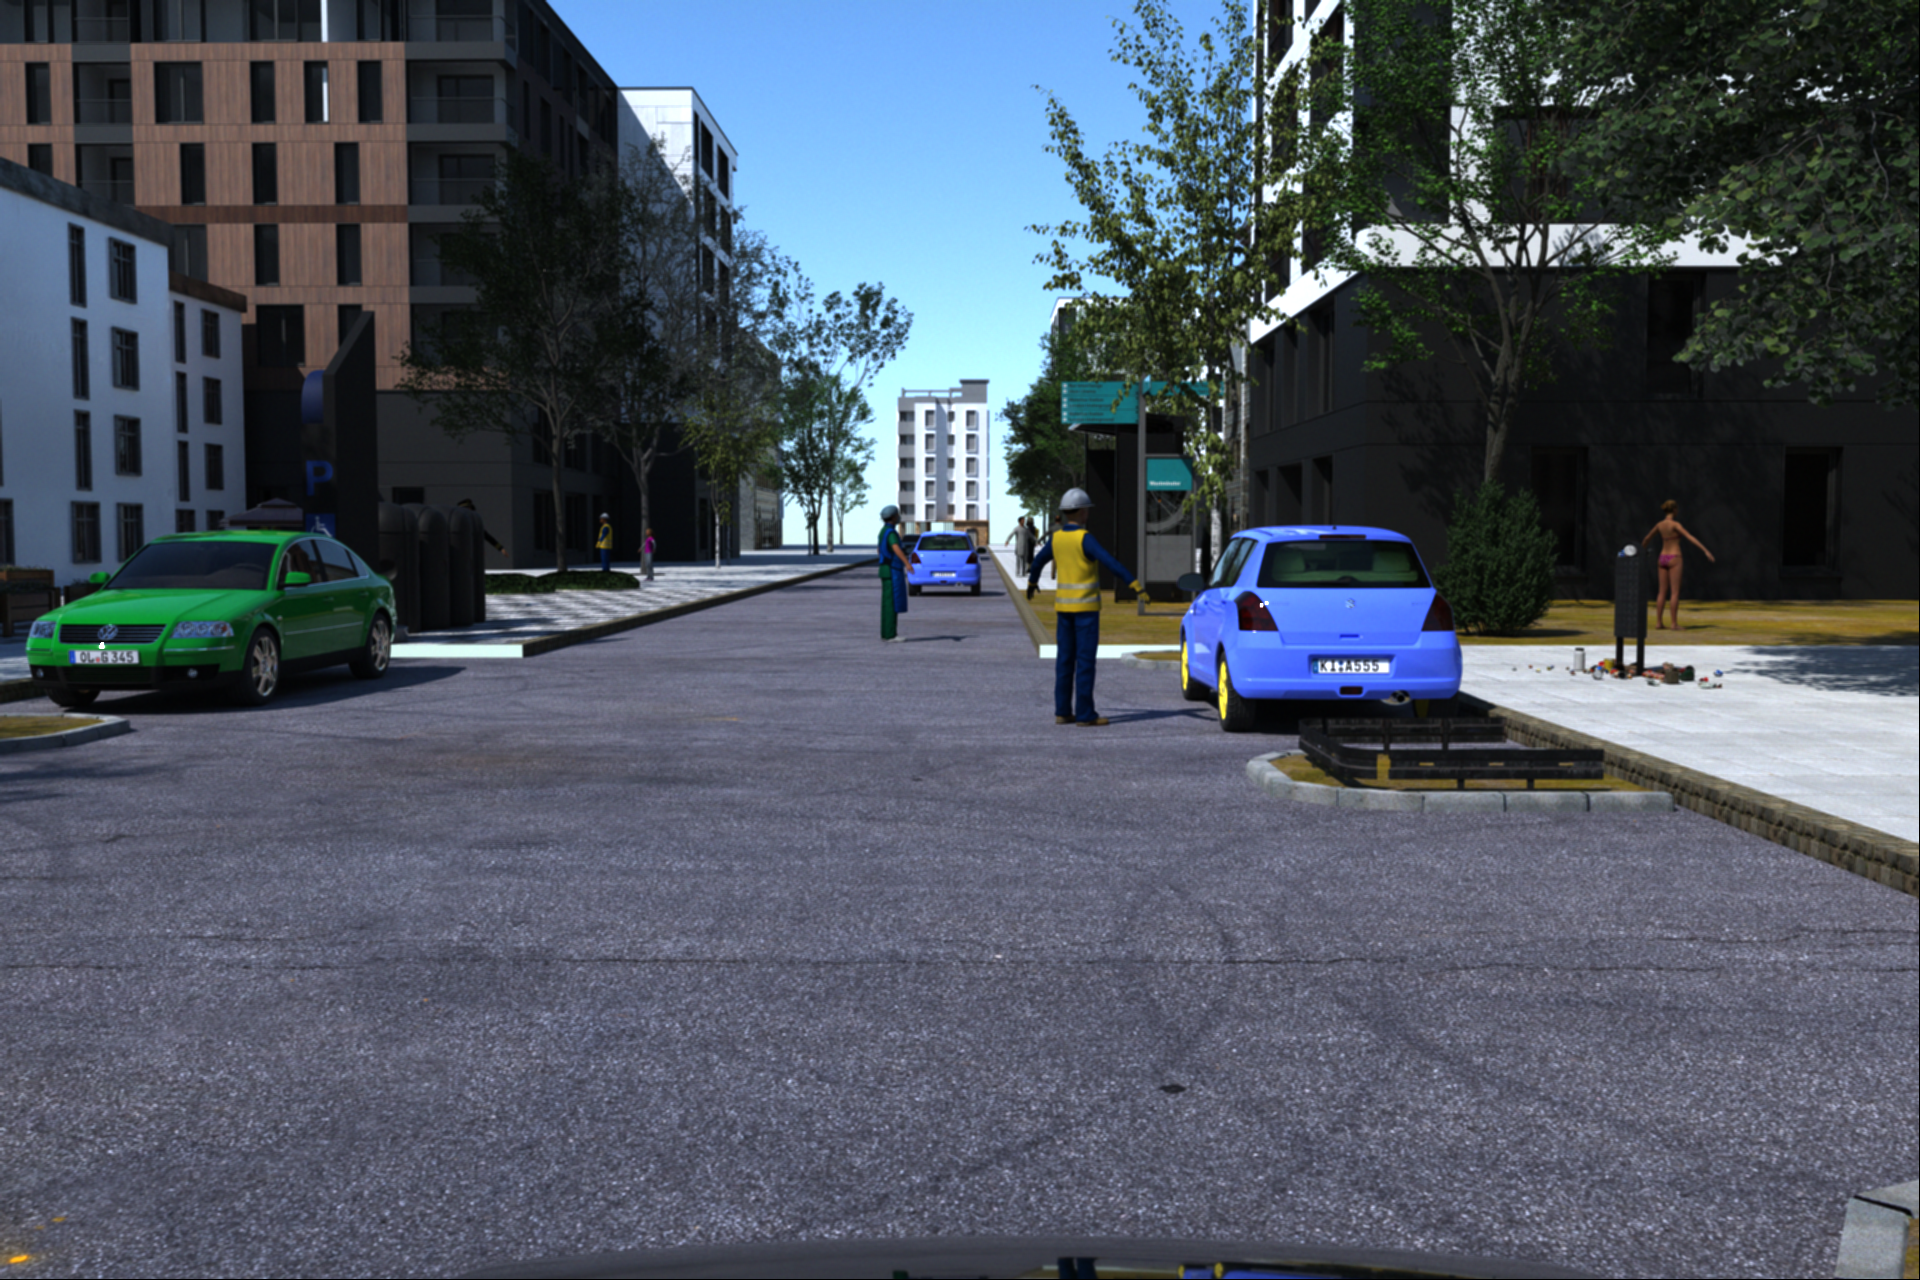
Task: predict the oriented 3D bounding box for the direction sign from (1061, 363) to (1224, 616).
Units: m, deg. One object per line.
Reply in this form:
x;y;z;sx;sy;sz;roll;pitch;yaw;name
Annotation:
2.837;-2.309;26.522;2.525;3.948;1.411;0;4;1;direction sign

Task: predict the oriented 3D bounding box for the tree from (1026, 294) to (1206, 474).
6.608;-9.056;73.822;9.928;11.665;9.643;0;3;0;tree

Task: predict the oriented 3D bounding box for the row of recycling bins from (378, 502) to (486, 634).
-7.329;-1.017;23.744;1.069;1.692;3.534;0;4;2;row of recycling bins

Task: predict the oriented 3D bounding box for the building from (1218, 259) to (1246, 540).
25.359;-16.293;97.312;19.493;23.208;18.063;0;4;1;building

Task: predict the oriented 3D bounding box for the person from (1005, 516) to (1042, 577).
1.870;-2.796;51.896;1.347;1.806;0.705;-2;4;-34;person

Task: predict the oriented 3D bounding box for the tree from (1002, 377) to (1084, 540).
6.641;-12.614;124.369;7.486;12.596;7.792;0;3;0;tree

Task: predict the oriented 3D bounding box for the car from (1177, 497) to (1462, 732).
2.749;-0.260;13.841;1.945;1.707;3.694;0;4;1;car

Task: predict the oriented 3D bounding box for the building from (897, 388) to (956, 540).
-7.516;-21.864;216.357;11.380;20.090;16.016;0;4;7;building

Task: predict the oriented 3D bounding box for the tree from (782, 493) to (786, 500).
-23.176;-16.172;214.770;4.360;8.622;3.978;0;3;0;tree

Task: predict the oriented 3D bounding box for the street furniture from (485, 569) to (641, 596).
-12.237;-1.387;38.303;10.072;0.657;5.734;0;4;-7;street furniture

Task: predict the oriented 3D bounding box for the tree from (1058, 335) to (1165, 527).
5.665;-6.966;64.259;4.360;8.622;3.978;0;3;0;tree

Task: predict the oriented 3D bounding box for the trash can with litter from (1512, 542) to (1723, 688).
6.023;-0.268;15.437;1.678;1.210;2.233;0;4;0;trash can with litter

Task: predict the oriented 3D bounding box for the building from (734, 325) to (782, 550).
-25.378;-19.197;144.804;19.493;23.208;18.063;0;3;0;building

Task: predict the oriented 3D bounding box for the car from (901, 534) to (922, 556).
-2.776;-5.760;103.955;2.009;1.686;4.222;0;4;0;car

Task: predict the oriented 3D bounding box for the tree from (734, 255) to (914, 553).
-10.378;-16.123;119.495;12.611;20.169;13.585;0;3;0;tree

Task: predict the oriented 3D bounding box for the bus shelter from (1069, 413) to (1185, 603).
3.323;-2.686;35.203;1.731;3.624;6.357;0;4;-1;bus shelter

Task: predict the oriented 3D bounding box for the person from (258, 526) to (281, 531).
-17.421;-2.329;43.843;1.354;1.858;0.705;1;4;10;person

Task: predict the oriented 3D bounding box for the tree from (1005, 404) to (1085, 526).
6.382;-10.903;112.680;7.601;10.594;8.767;0;4;-5;tree

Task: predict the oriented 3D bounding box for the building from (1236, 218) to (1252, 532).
23.609;-15.167;78.903;19.493;23.208;18.063;0;4;0;building

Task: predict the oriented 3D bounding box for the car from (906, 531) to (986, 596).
-0.342;-1.930;41.149;1.945;1.707;3.694;0;4;1;car

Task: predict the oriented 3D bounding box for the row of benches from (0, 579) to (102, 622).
-12.290;-0.579;24.923;1.422;0.672;4.104;2;4;35;row of benches

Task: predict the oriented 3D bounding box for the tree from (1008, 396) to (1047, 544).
11.658;-22.199;218.844;12.611;20.169;13.585;0;3;0;tree

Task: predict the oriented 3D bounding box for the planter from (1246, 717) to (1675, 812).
2.693;0.686;9.921;1.991;0.319;1.994;0;3;0;planter

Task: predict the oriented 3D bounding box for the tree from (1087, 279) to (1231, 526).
5.621;-6.070;49.604;4.737;8.622;4.395;0;3;0;tree

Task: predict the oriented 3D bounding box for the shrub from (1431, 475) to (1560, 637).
6.715;-1.062;21.784;1.690;2.028;1.600;0;3;0;shrub

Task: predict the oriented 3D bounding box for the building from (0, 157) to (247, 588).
-25.856;-6.424;47.179;9.099;9.664;28.070;0;4;0;building

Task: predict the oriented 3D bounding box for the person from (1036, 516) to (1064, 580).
2.776;-2.607;48.902;1.348;1.796;0.705;1;4;18;person

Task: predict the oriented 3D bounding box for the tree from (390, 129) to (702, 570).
-9.782;-6.517;40.967;7.601;10.594;8.767;-2;4;-26;tree

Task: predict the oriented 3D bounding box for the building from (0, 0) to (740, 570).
-26.180;-14.292;77.642;27.936;21.610;32.646;0;4;1;building

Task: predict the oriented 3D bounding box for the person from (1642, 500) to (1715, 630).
9.562;-1.002;23.189;0.721;1.733;1.217;-2;4;-26;person

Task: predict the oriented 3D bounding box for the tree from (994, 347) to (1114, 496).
5.795;-9.312;86.666;7.601;10.594;8.767;2;4;27;tree

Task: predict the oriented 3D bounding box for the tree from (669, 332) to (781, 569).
-8.720;-6.945;63.908;4.737;8.622;4.395;0;3;0;tree

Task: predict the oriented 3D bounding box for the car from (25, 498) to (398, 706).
-6.643;-0.429;15.811;1.959;1.807;4.718;0;4;1;car

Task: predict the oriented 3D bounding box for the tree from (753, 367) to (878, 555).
-8.834;-11.064;106.648;9.928;11.665;9.643;0;3;0;tree

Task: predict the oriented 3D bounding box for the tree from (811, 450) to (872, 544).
-14.890;-17.682;214.858;9.928;11.665;9.643;0;3;0;tree

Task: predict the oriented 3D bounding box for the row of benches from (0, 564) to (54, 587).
-19.933;-1.141;34.121;1.422;0.672;4.104;2;4;27;row of benches

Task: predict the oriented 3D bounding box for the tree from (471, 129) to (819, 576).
-9.779;-8.748;53.396;12.009;13.543;11.850;0;3;0;tree

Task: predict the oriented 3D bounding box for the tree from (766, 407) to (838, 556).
-8.829;-9.099;99.139;4.737;8.622;4.395;0;3;0;tree

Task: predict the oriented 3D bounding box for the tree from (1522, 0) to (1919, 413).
8.624;-6.503;12.987;9.857;13.997;8.962;0;3;0;tree

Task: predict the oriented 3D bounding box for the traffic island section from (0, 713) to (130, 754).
-6.999;0.662;12.049;1.991;0.108;1.994;0;4;0;traffic island section

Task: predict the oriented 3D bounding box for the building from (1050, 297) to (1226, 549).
22.491;-19.685;165.820;27.936;21.610;32.646;0;4;0;building

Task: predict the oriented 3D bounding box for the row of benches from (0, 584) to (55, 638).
-12.111;-0.302;20.405;1.422;0.672;4.104;0;4;2;row of benches

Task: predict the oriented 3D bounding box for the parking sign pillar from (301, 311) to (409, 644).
-7.281;-1.951;20.366;1.447;3.967;1.447;0;4;2;parking sign pillar

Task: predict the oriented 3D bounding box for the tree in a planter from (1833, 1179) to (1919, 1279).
2.562;-0.331;2.633;1.991;3.239;1.994;0;4;0;tree in a planter

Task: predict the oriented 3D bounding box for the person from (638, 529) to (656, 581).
-8.617;-2.353;47.732;0.599;1.433;0.991;-2;4;-35;person

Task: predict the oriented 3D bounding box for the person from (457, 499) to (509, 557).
-7.837;-1.320;27.511;1.347;1.837;0.705;-3;5;-41;person

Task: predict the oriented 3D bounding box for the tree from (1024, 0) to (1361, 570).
3.057;-4.380;21.971;4.737;8.622;4.395;0;3;0;tree

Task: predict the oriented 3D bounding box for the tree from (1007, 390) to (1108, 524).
6.388;-10.001;97.930;7.601;10.594;8.767;-3;5;-45;tree

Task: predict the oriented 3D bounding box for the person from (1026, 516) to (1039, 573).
2.275;-3.113;56.678;0.705;1.856;1.354;1;4;22;person

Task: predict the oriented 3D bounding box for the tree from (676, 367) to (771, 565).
-9.506;-7.379;71.010;4.360;8.622;3.978;0;3;0;tree

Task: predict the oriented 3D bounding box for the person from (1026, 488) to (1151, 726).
0.935;-0.253;13.053;0.721;1.772;1.216;-3;5;-44;person

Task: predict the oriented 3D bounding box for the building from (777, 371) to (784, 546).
-24.926;-19.856;181.070;16.016;20.090;11.380;0;4;1;building

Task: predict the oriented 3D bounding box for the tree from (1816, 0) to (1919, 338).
17.738;-6.234;27.677;9.928;11.665;9.643;0;3;0;tree

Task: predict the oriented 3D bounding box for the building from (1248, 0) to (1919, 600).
21.839;-12.547;49.121;27.936;21.610;32.646;0;4;0;building

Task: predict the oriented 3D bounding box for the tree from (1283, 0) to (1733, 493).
8.958;-6.281;28.442;9.928;11.665;9.643;0;3;0;tree

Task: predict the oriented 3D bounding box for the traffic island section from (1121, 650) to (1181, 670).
2.799;0.228;19.131;1.991;0.108;1.994;0;4;1;traffic island section

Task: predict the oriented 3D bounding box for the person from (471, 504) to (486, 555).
-8.698;-1.508;30.807;0.704;1.843;1.345;-2;4;-28;person

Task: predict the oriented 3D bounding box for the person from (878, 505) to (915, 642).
-0.893;-0.889;23.116;0.704;1.817;1.347;-1;4;-18;person

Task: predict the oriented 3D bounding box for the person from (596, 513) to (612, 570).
-9.477;-2.456;46.129;0.705;1.833;1.349;0;4;-3;person
